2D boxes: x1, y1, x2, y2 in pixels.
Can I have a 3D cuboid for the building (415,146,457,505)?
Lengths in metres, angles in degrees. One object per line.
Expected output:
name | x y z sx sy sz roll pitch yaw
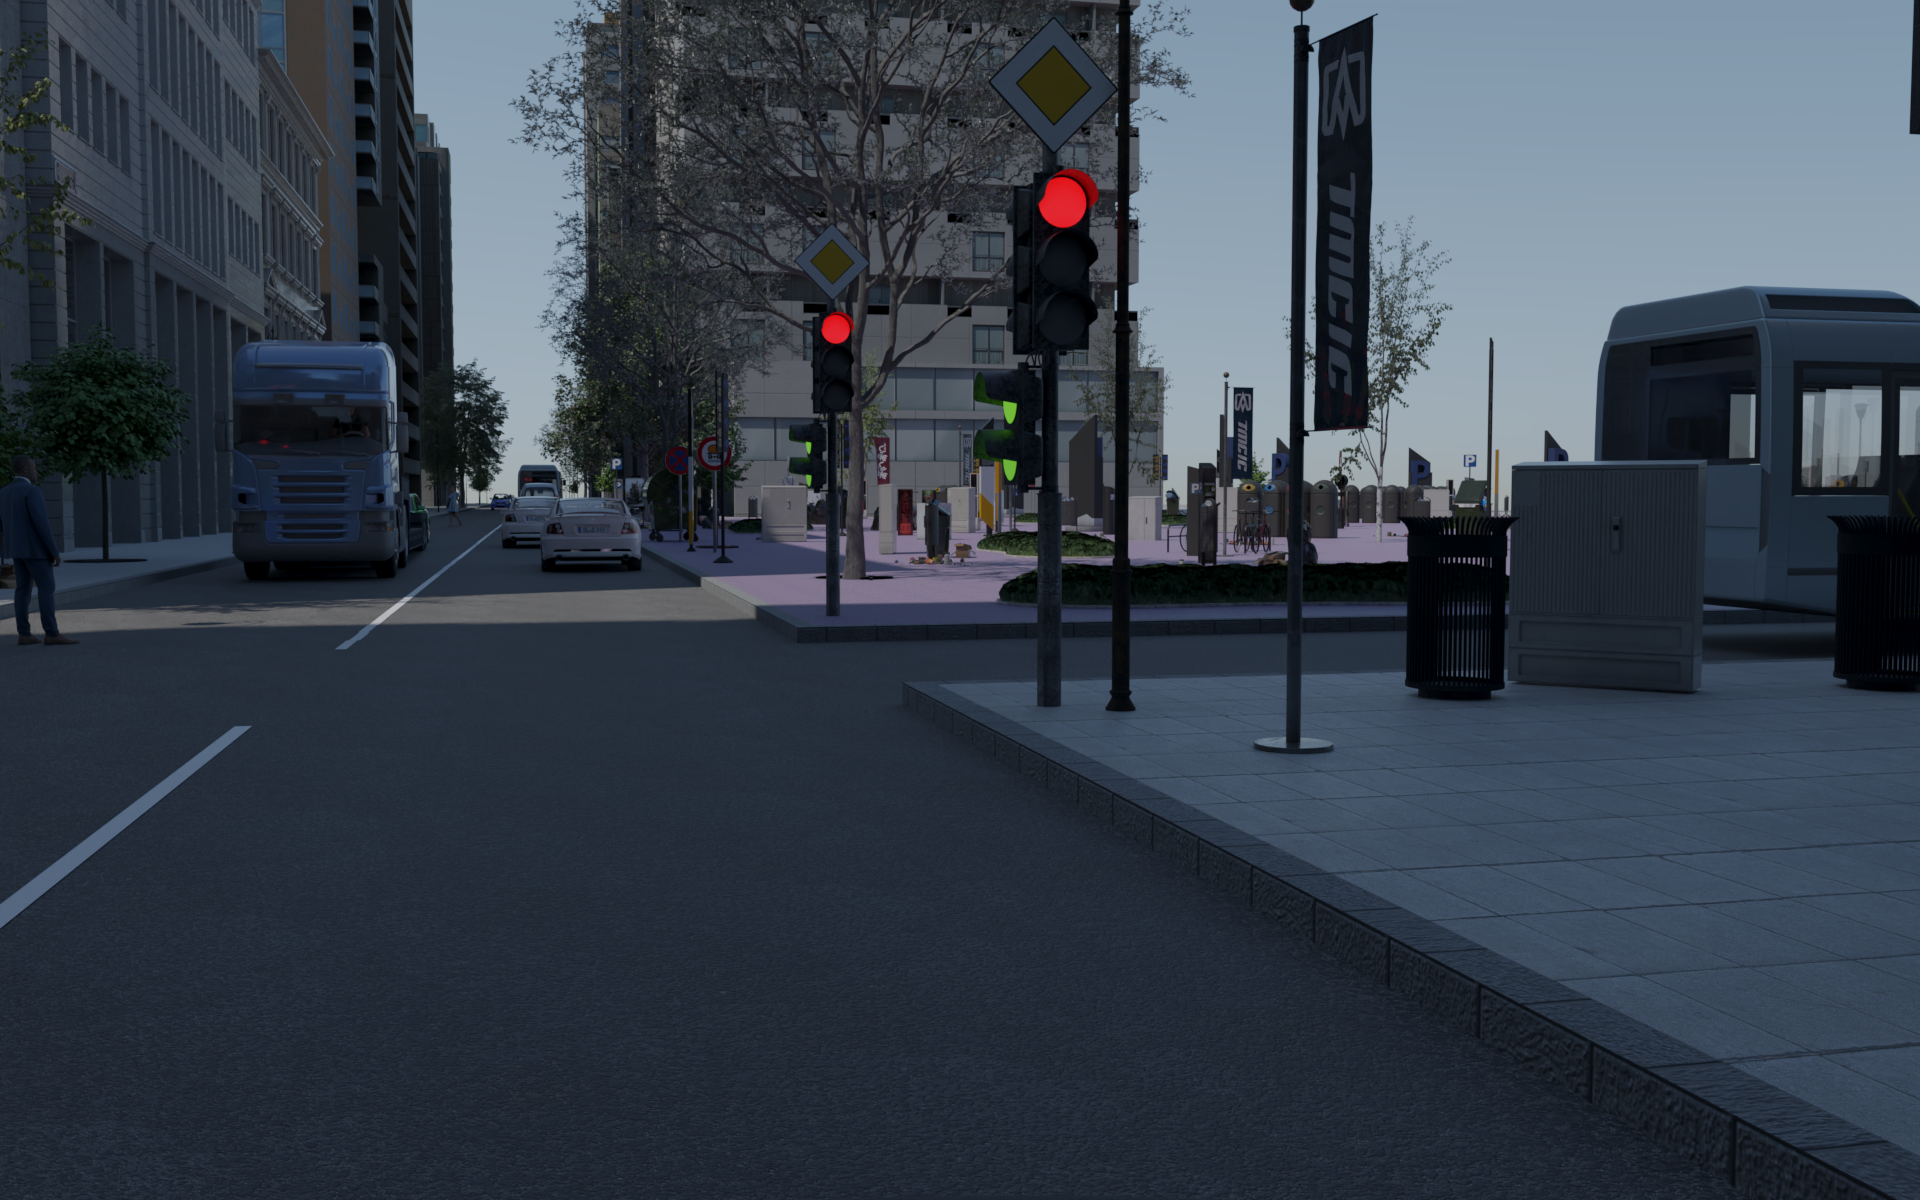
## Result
building | -65.240 -31.405 197.060 14.154 41.232 14.086 -1 4 -14

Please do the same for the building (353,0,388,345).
building | -48.788 -48.935 112.753 22.319 86.520 31.000 -1 4 -14

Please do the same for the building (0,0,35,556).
building | -23.474 -12.701 25.687 12.078 24.808 19.932 -1 4 -14

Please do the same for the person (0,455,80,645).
person | -8.826 -0.475 16.453 0.721 1.800 0.419 1 4 16

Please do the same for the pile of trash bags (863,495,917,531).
pile of trash bags | -2.457 -3.134 60.991 3.447 1.369 1.912 -3 4 -38

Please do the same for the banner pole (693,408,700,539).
banner pole | -7.722 -3.677 50.140 0.401 3.779 0.863 0 4 -5

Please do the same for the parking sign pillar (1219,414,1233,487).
parking sign pillar | 9.099 -4.324 59.163 1.447 3.967 1.447 1 4 12

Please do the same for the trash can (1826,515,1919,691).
trash can | 6.128 0.013 11.449 0.748 1.137 0.748 0 3 0

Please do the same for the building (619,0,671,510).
building | -20.456 -30.097 142.192 14.600 45.320 14.200 -1 4 -14

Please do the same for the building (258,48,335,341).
building | -34.209 -14.600 74.864 11.583 22.565 21.152 -1 4 -14

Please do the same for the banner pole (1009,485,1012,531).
banner pole | 1.515 -3.296 43.905 0.863 3.779 0.401 0 4 -5

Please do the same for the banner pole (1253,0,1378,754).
banner pole | 1.760 -1.125 8.408 0.401 3.779 0.863 -1 4 -20

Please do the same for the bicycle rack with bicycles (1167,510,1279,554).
bicycle rack with bicycles | 5.957 -1.538 38.534 2.852 0.926 2.925 2 4 29

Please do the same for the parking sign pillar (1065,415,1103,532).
parking sign pillar | 4.319 -4.339 59.412 1.447 3.967 1.447 -3 4 -38

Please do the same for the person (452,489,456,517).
person | -31.978 -6.185 109.256 0.705 1.869 1.348 -1 4 -23

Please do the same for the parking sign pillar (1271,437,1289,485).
parking sign pillar | 15.267 -5.710 81.823 1.447 3.967 1.447 -2 4 -26

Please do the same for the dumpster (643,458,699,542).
dumpster | -7.815 -2.728 47.104 1.502 2.255 1.985 -1 4 -13

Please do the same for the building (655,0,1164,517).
building | -4.863 -31.833 109.705 28.713 52.752 27.495 -1 4 -14

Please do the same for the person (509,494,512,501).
person | -40.938 -8.915 157.492 0.421 1.427 0.697 -2 4 -34

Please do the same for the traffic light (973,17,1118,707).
traffic light | 0.521 -1.313 10.384 0.839 4.253 0.868 -1 4 -14

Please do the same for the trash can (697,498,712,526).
trash can | -10.354 -3.570 70.023 0.748 1.137 0.748 0 3 0

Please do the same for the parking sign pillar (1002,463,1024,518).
parking sign pillar | 2.869 -6.464 94.161 1.447 3.967 1.447 -3 5 -42

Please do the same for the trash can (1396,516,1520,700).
trash can | 3.142 0.042 10.972 0.748 1.137 0.748 0 3 0

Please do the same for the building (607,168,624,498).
building | -24.822 -23.591 157.418 14.160 30.474 14.107 -1 4 -14

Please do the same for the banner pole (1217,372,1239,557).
banner pole | 5.672 -2.791 35.644 0.863 3.779 0.401 -1 4 -19

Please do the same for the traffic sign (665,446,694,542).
traffic sign | -7.428 -2.805 45.975 0.768 2.556 0.104 0 4 -5

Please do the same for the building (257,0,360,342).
building | -40.422 -27.077 92.821 14.600 45.320 14.200 -1 4 -14

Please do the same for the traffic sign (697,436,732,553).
traffic sign | -5.370 -2.312 37.903 0.768 2.556 0.104 -1 4 -13

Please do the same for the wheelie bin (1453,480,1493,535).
wheelie bin | 11.695 -1.932 39.504 0.980 1.594 0.693 3 5 45

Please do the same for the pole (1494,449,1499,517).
pole | 24.533 -5.218 79.161 0.158 3.312 0.155 0 3 0

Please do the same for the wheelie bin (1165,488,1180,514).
wheelie bin | 10.456 -4.725 85.158 0.693 1.594 0.980 1 4 13

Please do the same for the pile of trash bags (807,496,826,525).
pile of trash bags | -6.234 -3.870 73.032 3.447 1.369 1.912 -2 4 -24

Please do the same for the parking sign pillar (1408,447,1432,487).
parking sign pillar | 26.564 -6.820 99.973 1.447 3.967 1.447 0 4 -8

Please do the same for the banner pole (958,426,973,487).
banner pole | 0.164 -4.496 63.518 0.401 3.779 0.863 3 5 44

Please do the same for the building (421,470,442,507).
building | -64.908 -45.270 178.413 20.563 71.187 20.611 -1 4 -14

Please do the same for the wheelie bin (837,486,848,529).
wheelie bin | -4.461 -3.441 64.168 0.693 1.594 0.980 -2 4 -23

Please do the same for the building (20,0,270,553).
building | -28.236 -16.662 49.924 11.434 29.767 29.804 -1 4 -14

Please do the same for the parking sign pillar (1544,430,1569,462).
parking sign pillar | 25.322 -5.202 73.519 1.447 3.967 1.447 -3 4 -38

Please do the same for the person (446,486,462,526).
person | -22.542 -4.186 77.039 0.616 1.811 0.778 2 4 24

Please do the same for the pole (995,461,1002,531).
pole | 1.276 -3.906 57.710 0.158 3.312 0.155 0 3 0

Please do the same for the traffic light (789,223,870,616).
traffic light | -1.357 -1.787 18.146 0.839 4.253 0.868 -1 4 -14

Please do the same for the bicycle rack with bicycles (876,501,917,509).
bicycle rack with bicycles | -3.301 -4.765 91.290 2.925 0.926 2.852 -3 5 -43

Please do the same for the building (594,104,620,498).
building | -31.563 -30.713 185.753 14.154 41.232 14.086 -1 4 -14

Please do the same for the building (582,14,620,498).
building | -37.106 -41.542 221.216 21.231 58.520 28.212 -1 4 -14

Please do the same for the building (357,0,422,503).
building | -55.957 -31.613 140.578 21.300 48.544 21.600 -1 4 -14

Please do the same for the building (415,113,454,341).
building | -75.554 -36.564 217.425 23.786 49.044 30.456 -1 4 -14
